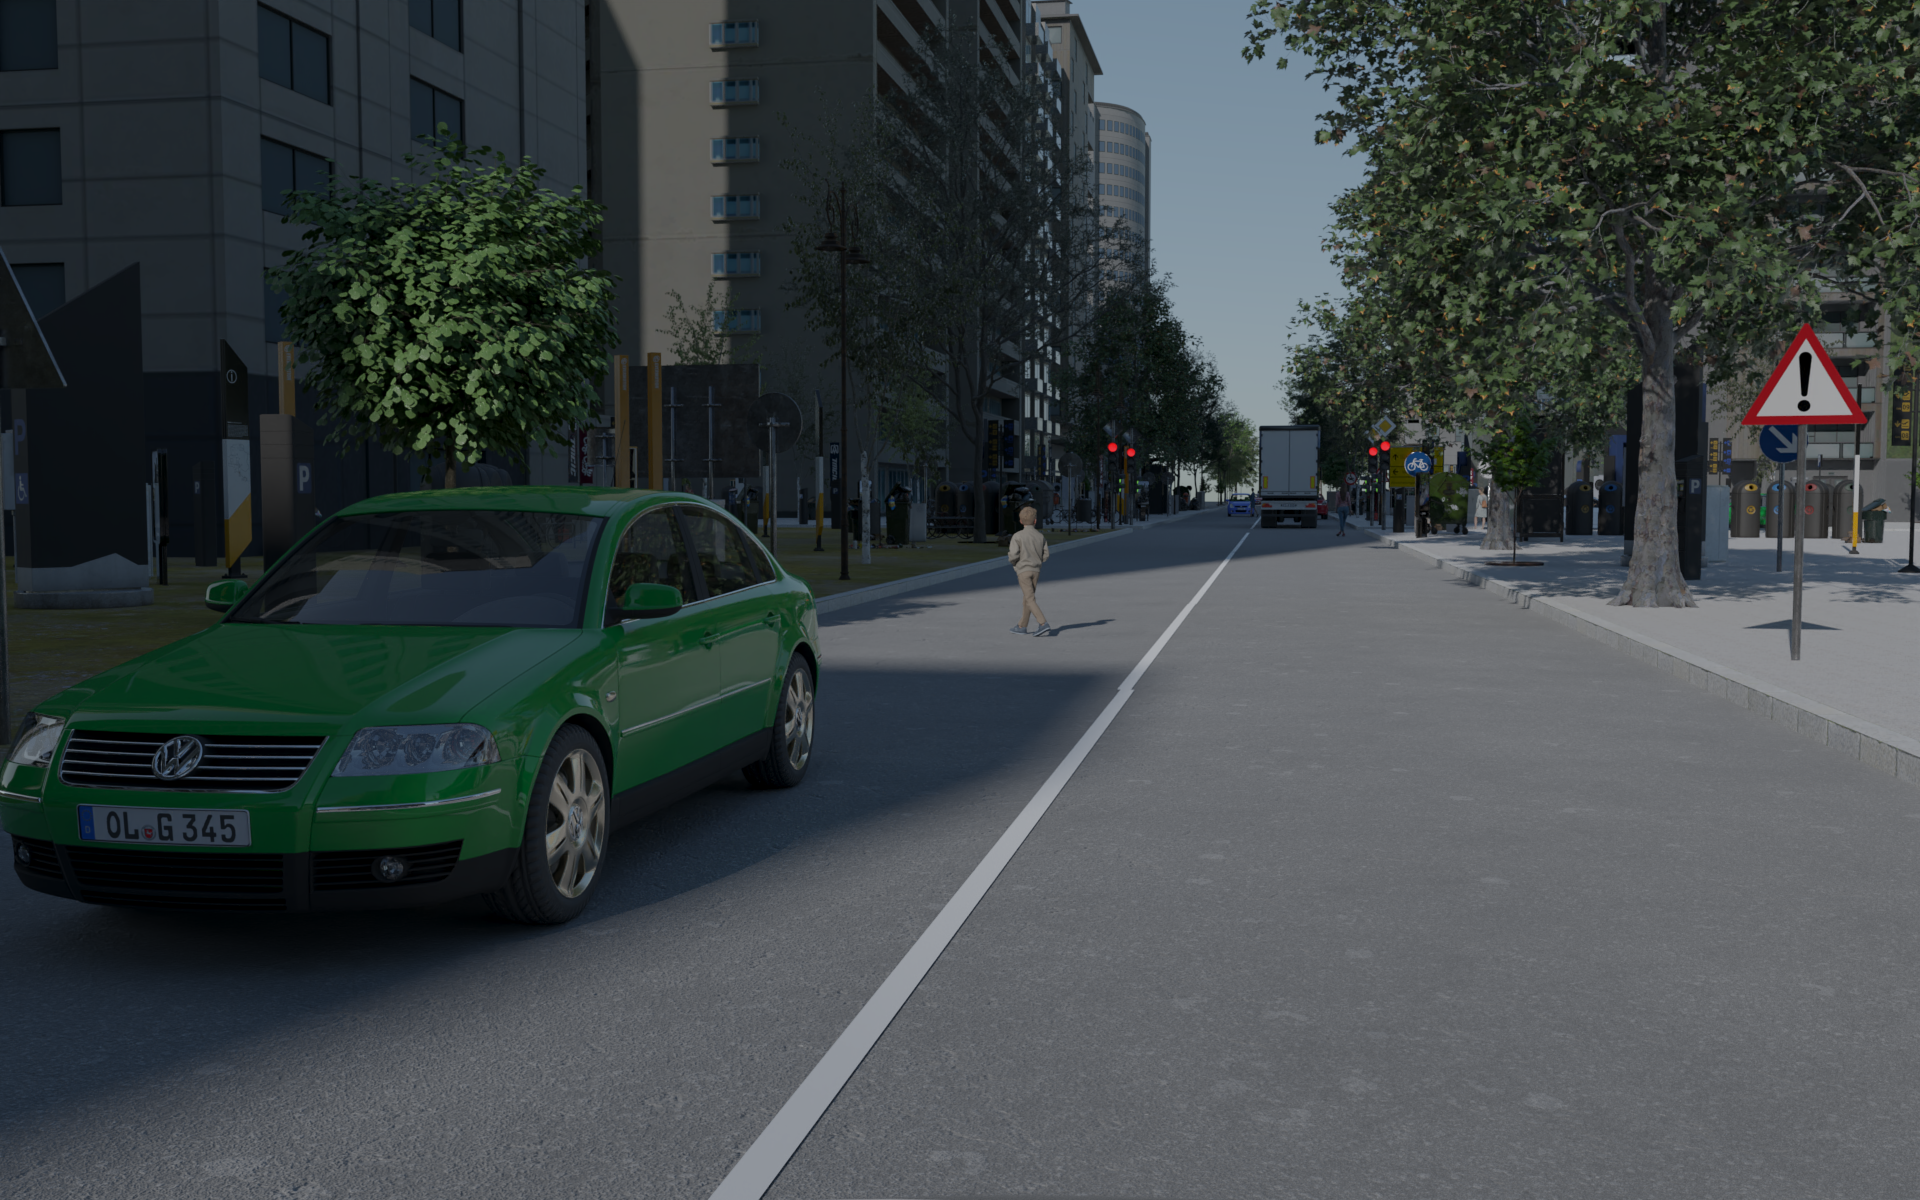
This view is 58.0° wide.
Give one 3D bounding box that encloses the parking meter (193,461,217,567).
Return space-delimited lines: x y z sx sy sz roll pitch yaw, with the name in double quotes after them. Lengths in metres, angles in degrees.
-13.399 -1.530 30.726 0.399 1.863 0.255 3 5 43 "parking meter"

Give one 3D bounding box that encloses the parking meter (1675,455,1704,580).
10.867 -1.234 25.885 0.399 1.863 0.255 -1 4 -22 "parking meter"

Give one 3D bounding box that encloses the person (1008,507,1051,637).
0.684 -0.289 17.502 0.475 1.303 0.640 -3 5 -44 "person"

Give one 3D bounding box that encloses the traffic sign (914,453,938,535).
-1.058 -3.270 53.570 0.768 2.556 0.104 1 4 12 "traffic sign"

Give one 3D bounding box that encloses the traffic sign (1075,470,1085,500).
5.654 -5.113 83.706 0.768 2.556 0.104 1 4 12 "traffic sign"

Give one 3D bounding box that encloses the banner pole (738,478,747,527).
-6.103 -3.587 48.664 0.401 3.779 0.863 -2 4 -25 "banner pole"

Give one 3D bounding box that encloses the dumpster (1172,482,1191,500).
18.048 -8.496 141.407 1.502 2.255 1.985 1 4 10 "dumpster"

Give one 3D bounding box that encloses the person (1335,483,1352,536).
12.964 -3.059 58.529 0.555 1.821 0.388 0 4 -2 "person"

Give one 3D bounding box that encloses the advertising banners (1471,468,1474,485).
35.143 -7.376 116.786 2.074 3.025 0.090 1 4 19 "advertising banners"

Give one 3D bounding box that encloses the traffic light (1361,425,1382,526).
16.524 -4.926 69.463 0.839 4.253 0.868 1 4 10 "traffic light"

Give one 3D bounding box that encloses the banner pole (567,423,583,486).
-10.417 -3.488 47.050 0.401 3.779 0.863 1 4 22 "banner pole"

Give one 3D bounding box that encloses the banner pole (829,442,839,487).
-5.178 -5.109 73.545 0.863 3.779 0.401 2 4 24 "banner pole"

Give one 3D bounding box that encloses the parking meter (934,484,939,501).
-1.252 -5.574 96.843 0.399 1.863 0.255 1 4 13 "parking meter"

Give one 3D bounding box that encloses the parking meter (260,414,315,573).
-4.997 -0.441 12.917 0.255 1.863 0.399 0 4 5 "parking meter"

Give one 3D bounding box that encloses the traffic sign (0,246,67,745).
-4.899 -0.538 8.803 0.884 2.594 0.081 1 4 19 "traffic sign"

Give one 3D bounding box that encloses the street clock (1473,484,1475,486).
35.845 -7.143 121.361 0.358 2.002 0.471 -3 5 -43 "street clock"

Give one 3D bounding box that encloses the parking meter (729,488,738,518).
-9.649 -3.996 73.744 0.372 1.533 0.369 0 3 0 "parking meter"

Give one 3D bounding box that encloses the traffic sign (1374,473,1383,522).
19.495 -4.862 80.675 0.795 2.450 0.064 1 4 16 "traffic sign"

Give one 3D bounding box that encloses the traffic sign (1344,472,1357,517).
22.262 -6.032 98.724 0.768 2.556 0.104 1 4 15 "traffic sign"

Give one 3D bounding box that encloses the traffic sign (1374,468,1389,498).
19.055 -4.804 78.550 0.884 2.594 0.081 1 4 13 "traffic sign"

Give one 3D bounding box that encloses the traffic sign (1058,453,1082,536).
3.385 -3.263 53.456 0.768 2.556 0.104 1 4 13 "traffic sign"

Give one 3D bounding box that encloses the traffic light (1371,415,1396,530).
15.078 -4.446 61.610 0.839 4.253 0.868 1 4 10 "traffic light"

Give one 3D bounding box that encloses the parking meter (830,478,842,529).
-4.536 -3.535 63.508 0.399 1.863 0.255 1 4 17 "parking meter"

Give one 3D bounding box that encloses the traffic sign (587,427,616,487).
-5.394 -1.481 26.345 0.606 2.300 0.079 1 4 15 "traffic sign"

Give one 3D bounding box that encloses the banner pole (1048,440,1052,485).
4.178 -5.532 80.472 0.401 3.779 0.863 -1 4 -9 "banner pole"

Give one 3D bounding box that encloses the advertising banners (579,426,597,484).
-10.373 -2.995 45.153 2.074 3.025 0.090 1 4 17 "advertising banners"

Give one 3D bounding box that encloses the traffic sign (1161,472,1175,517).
11.784 -6.005 98.283 0.768 2.556 0.104 1 4 13 "traffic sign"

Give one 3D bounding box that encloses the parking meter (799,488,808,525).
-6.604 -3.954 73.059 0.372 1.533 0.369 0 3 0 "parking meter"

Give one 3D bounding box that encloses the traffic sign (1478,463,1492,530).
17.810 -3.559 58.303 0.768 2.556 0.104 1 4 16 "traffic sign"

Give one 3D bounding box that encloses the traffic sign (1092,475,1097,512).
8.344 -6.463 105.779 0.768 2.556 0.104 1 4 18 "traffic sign"

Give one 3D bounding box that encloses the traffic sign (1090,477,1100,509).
8.117 -6.228 103.952 0.606 2.300 0.079 1 4 18 "traffic sign"

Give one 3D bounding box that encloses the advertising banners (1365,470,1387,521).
19.870 -5.285 82.604 0.090 3.025 2.074 -1 4 -15 "advertising banners"

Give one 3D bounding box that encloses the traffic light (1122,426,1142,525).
7.068 -5.031 71.181 0.839 4.253 0.868 1 4 10 "traffic light"

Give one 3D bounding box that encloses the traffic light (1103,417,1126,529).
5.622 -4.551 63.328 0.839 4.253 0.868 1 4 10 "traffic light"

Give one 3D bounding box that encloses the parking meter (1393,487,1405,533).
14.587 -3.006 57.564 0.372 1.533 0.369 0 3 0 "parking meter"

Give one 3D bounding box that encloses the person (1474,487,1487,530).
19.798 -3.442 65.777 0.512 1.701 0.522 -2 4 -25 "person"

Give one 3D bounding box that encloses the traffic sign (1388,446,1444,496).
19.314 -4.861 73.346 2.265 3.308 0.079 1 4 17 "traffic sign"

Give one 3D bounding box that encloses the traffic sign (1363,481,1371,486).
27.270 -7.075 115.674 0.884 2.594 0.081 1 4 12 "traffic sign"

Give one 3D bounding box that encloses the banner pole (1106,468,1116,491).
12.348 -9.443 144.408 0.401 3.779 0.863 3 5 42 "banner pole"

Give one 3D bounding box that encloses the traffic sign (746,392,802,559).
-2.341 -1.321 21.704 0.768 2.556 0.104 1 4 19 "traffic sign"

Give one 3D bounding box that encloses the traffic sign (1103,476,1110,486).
9.322 -6.772 111.912 0.795 2.450 0.064 1 4 11 "traffic sign"

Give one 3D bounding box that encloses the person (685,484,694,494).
-11.083 -3.815 70.851 0.573 1.828 0.580 -2 4 -35 "person"

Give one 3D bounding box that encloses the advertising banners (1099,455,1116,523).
6.610 -5.020 78.265 0.090 3.025 2.074 1 4 23 "advertising banners"

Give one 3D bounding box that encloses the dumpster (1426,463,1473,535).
15.502 -3.227 55.253 1.502 2.255 1.985 1 4 10 "dumpster"

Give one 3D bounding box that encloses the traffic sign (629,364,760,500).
-4.224 -2.046 27.320 2.265 3.308 0.079 1 4 15 "traffic sign"

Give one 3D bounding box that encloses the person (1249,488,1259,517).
18.036 -5.989 106.449 0.654 1.822 0.581 3 5 41 "person"

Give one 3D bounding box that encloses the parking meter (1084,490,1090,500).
8.016 -6.159 109.104 0.372 1.533 0.369 0 3 0 "parking meter"

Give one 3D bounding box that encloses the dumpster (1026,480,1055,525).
3.237 -4.057 72.098 1.264 1.857 1.865 1 4 10 "dumpster"

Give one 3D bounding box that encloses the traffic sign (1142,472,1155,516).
10.931 -6.138 100.458 0.768 2.556 0.104 1 4 20 "traffic sign"

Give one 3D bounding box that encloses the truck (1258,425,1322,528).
14.488 -5.331 76.070 2.839 4.237 11.283 1 4 11 "truck"
